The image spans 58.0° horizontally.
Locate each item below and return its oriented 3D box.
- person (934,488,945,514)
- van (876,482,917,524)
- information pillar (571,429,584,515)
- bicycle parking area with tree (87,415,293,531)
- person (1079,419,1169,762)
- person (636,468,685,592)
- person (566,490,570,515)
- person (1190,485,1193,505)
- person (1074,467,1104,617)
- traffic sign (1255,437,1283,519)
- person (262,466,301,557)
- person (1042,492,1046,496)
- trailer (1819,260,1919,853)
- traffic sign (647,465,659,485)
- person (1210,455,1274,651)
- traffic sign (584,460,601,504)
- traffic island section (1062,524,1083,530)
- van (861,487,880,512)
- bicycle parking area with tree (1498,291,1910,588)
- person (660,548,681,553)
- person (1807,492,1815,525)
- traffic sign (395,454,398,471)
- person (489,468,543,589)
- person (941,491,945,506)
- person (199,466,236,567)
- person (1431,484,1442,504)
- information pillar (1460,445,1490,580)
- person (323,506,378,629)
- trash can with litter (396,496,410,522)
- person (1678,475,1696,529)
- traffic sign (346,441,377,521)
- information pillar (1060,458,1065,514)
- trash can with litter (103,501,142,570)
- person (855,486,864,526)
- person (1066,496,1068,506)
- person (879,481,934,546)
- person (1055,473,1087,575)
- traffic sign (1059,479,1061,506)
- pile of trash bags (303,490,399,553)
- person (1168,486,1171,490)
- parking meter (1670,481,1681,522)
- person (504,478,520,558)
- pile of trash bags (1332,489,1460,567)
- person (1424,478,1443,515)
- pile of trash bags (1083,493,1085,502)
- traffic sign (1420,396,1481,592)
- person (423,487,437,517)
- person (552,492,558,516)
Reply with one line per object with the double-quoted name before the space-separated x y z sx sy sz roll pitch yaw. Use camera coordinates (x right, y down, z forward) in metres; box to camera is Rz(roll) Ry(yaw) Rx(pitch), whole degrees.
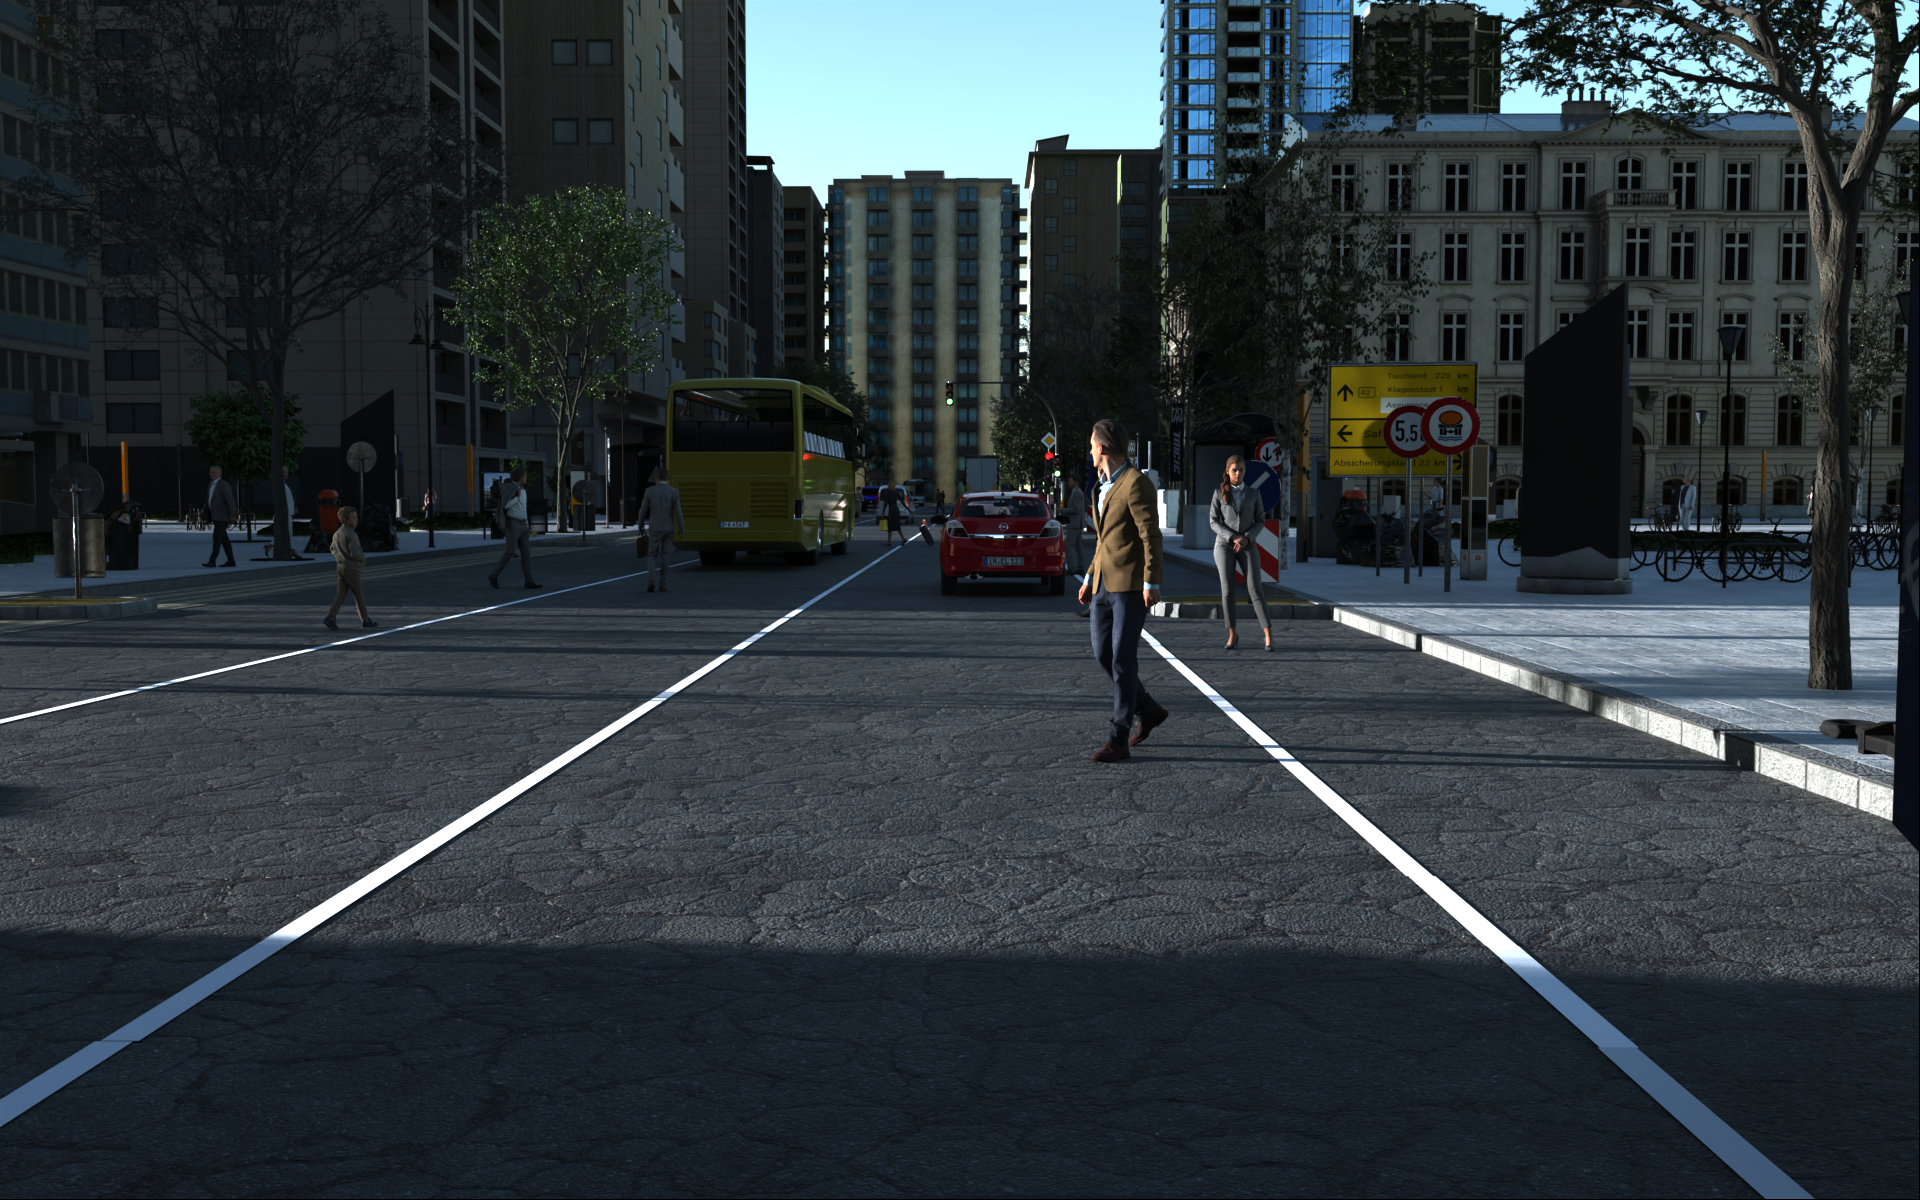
"person" -1.468 -7.133 125.039 0.836 1.842 0.656 1 4 9
"van" -3.099 -4.681 83.551 2.013 2.044 4.112 0 4 3
"information pillar" -13.813 -4.361 62.655 0.504 3.616 0.183 -1 4 -9
"bicycle parking area with tree" -28.838 -4.622 62.568 8.231 4.147 9.016 0 4 7
"person" 0.887 -0.070 9.559 0.656 1.842 0.836 2 4 35
"person" -4.418 -1.033 25.514 0.709 1.813 0.853 -1 4 -9
"person" -23.804 -6.077 105.583 0.592 1.802 0.473 1 4 12
"person" 13.130 -5.575 97.290 0.635 1.810 0.391 3 5 42
"person" 1.757 -0.708 20.181 0.850 1.850 0.679 0 3 0
"traffic sign" 6.979 -2.365 38.778 0.768 2.556 0.104 0 4 6
"person" -13.526 -1.749 34.513 0.818 1.842 0.514 -3 4 -38
"person" 8.038 -9.738 166.726 0.415 1.643 0.593 -1 4 -8
"trailer" 2.816 0.212 3.585 1.471 1.999 3.904 0 4 0
"traffic sign" -13.682 -4.776 78.097 0.884 2.594 0.081 0 4 7
"person" 2.594 -0.437 15.916 0.520 1.790 0.573 -1 4 -13
"traffic sign" -14.158 -4.045 66.139 0.884 2.594 0.081 0 4 5
"traffic island section" 3.939 -2.936 70.282 2.009 0.180 2.903 0 4 1
"van" -6.921 -8.220 138.780 2.240 2.365 5.245 0 4 2
"bicycle parking area with tree" 13.468 -2.456 27.153 9.016 4.147 8.231 1 4 10
"person" -7.086 -2.040 42.204 0.721 1.781 0.623 -1 4 -20
"person" 36.871 -4.056 74.787 0.822 1.834 0.622 -2 4 -28
"traffic sign" -16.014 -2.944 48.246 0.768 2.556 0.104 0 4 7
"person" -6.752 -1.077 26.213 0.850 1.850 0.679 1 4 12
"person" -2.141 -12.604 214.208 0.705 1.869 1.348 2 4 26
"person" -12.982 -1.453 30.195 0.661 1.777 0.834 2 4 25
"person" 19.483 -3.939 70.713 0.793 1.790 0.793 1 4 13
"information pillar" 7.673 -1.305 25.831 0.304 2.012 0.304 -1 4 -10
"person" -6.510 -0.345 18.409 0.475 1.303 0.640 2 4 29
"trash can with litter" -22.870 -3.612 70.120 2.233 1.210 1.678 0 4 7
"person" 21.152 -2.719 50.378 0.514 1.842 0.818 3 4 36
"traffic sign" -14.463 -2.553 41.842 0.768 2.556 0.104 0 4 7
"information pillar" 6.673 -7.362 111.728 0.183 3.616 0.504 3 4 36
"trash can with litter" -14.361 -1.089 29.192 1.055 1.170 0.624 0 4 5
"person" -4.665 -4.245 78.251 0.599 1.781 0.374 2 4 30
"person" 7.586 -6.606 119.557 1.012 1.151 0.738 -1 4 -16
"person" -1.473 -2.385 47.710 1.509 1.804 0.699 0 4 2
"person" 1.953 -1.342 30.643 0.583 1.804 0.606 0 4 2
"traffic sign" 6.593 -6.796 113.239 0.606 2.300 0.079 1 4 9
"pile of trash bags" -13.507 -1.732 38.068 1.912 1.369 3.447 0 4 -8
"person" 13.060 -6.230 108.127 0.478 1.798 0.641 1 4 19
"parking meter" 32.606 -4.479 78.944 0.255 1.863 0.399 -1 4 -13
"person" -9.950 -1.826 38.632 0.520 1.790 0.573 3 5 39
"pile of trash bags" 7.767 -1.357 31.933 1.912 1.369 3.447 -1 4 -9
"person" 12.141 -2.313 44.426 0.524 1.755 0.480 -1 4 -14
"pile of trash bags" 8.189 -5.556 100.601 1.912 1.369 3.447 -3 5 -43
"traffic sign" 6.391 -1.378 22.641 0.768 2.556 0.104 0 4 8
"person" -22.616 -3.961 73.845 0.593 1.750 0.643 -2 4 -23
"person" -24.027 -5.914 102.986 0.529 1.795 0.600 0 4 6
